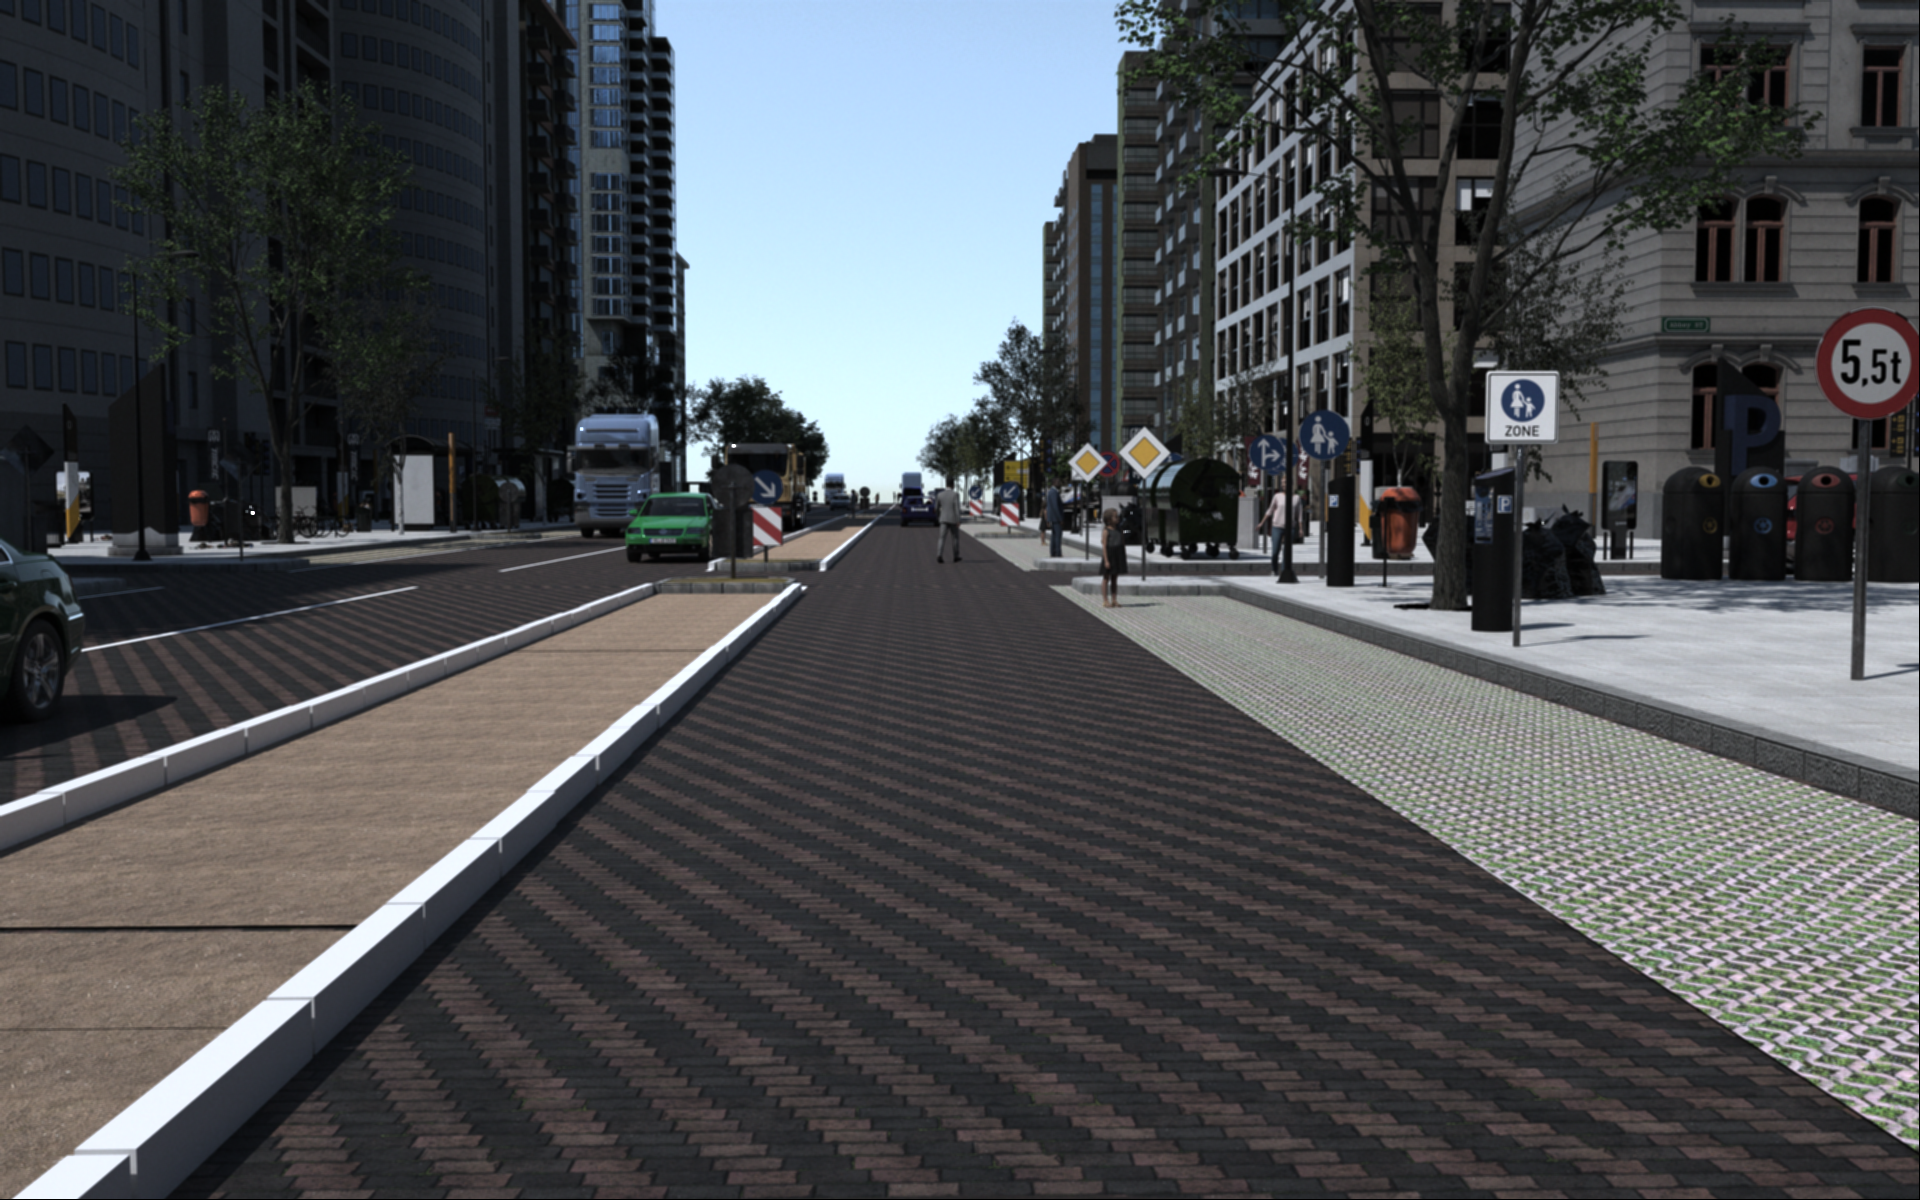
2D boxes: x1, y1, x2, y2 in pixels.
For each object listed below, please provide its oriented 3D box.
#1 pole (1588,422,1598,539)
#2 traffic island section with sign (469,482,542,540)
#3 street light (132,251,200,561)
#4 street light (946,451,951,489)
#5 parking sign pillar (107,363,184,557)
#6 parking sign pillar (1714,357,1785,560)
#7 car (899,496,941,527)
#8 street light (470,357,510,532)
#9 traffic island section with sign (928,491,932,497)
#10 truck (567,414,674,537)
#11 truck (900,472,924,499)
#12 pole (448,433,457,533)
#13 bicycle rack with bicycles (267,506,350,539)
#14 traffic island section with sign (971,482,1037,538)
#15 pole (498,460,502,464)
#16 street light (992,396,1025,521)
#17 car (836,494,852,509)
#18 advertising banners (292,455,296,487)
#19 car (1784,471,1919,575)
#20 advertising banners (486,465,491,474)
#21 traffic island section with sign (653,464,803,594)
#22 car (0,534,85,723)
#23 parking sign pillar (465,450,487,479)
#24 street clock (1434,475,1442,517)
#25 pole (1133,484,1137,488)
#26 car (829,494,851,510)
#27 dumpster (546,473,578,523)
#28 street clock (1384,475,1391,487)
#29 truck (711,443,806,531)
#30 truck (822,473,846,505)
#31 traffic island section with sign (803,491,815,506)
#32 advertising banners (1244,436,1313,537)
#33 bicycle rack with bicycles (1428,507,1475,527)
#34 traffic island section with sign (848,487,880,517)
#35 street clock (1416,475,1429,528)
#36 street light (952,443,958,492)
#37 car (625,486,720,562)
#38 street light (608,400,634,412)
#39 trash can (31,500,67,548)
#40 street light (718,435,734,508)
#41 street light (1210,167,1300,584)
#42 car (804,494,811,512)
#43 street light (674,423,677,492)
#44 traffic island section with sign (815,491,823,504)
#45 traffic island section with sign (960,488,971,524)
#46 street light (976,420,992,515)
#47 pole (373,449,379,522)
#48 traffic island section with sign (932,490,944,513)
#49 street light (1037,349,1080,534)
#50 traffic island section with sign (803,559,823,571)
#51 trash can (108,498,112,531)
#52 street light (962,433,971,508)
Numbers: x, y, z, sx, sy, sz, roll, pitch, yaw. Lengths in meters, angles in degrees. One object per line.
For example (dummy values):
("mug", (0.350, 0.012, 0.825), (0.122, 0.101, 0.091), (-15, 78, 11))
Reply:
("pole", (18.055, -3.396, 49.370), (0.158, 3.312, 0.155), (0, 3, 0))
("traffic island section with sign", (-14.437, -2.847, 55.181), (1.989, 1.847, 2.006), (0, 4, -2))
("street light", (-15.209, -3.709, 33.189), (1.470, 5.913, 1.316), (0, 4, -2))
("street light", (-0.798, -12.984, 184.827), (1.470, 5.913, 1.316), (0, 4, -2))
("parking sign pillar", (-17.014, -2.912, 36.078), (1.447, 3.967, 1.447), (1, 4, 14))
("parking sign pillar", (15.603, -2.798, 34.223), (1.447, 3.967, 1.447), (-1, 4, -15))
("car", (-1.743, -3.937, 76.958), (1.945, 1.354, 3.894), (0, 4, 0))
("street light", (-15.987, -5.288, 58.992), (1.470, 5.913, 1.316), (0, 4, -2))
("traffic island section with sign", (-1.746, -9.290, 160.526), (1.989, 1.847, 2.006), (0, 4, -2))
("truck", (-11.688, -4.553, 64.195), (2.967, 4.110, 18.799), (0, 4, -3))
("truck", (-5.783, -13.391, 208.698), (2.967, 4.110, 18.799), (0, 4, -2))
("pole", (-16.912, -3.908, 57.731), (0.158, 3.312, 0.155), (0, 3, 0))
("bicycle rack with bicycles", (-19.492, -2.316, 51.251), (2.925, 0.926, 2.852), (-3, 5, -42))
("traffic island section with sign", (1.464, -2.926, 56.464), (1.989, 1.847, 2.006), (0, 4, -2))
("pole", (-25.737, -6.309, 97.002), (0.158, 3.312, 0.155), (0, 3, 0))
("street light", (2.386, -6.705, 82.163), (1.470, 5.913, 1.316), (0, 4, -2))
("car", (-11.226, -9.702, 168.851), (2.015, 1.641, 3.980), (0, 4, -2))
("advertising banners", (-30.111, -4.994, 77.836), (0.090, 3.025, 2.074), (-2, 4, -34))
("car", (16.227, -1.294, 29.834), (5.304, 1.827, 2.281), (0, 4, -1))
("advertising banners", (-28.779, -6.507, 102.578), (2.074, 3.025, 0.090), (-2, 4, -33))
("traffic island section with sign", (-3.432, -1.071, 25.653), (2.006, 1.907, 1.989), (0, 4, -2))
("car", (-6.607, 0.140, 9.508), (2.131, 1.459, 4.920), (0, 4, -3))
("parking sign pillar", (-25.988, -6.403, 93.169), (1.447, 3.967, 1.447), (2, 4, 30))
("street clock", (18.258, -3.766, 66.136), (0.358, 2.002, 0.471), (1, 4, 14))
("pole", (8.869, -5.748, 87.821), (0.158, 3.312, 0.155), (0, 3, 0))
("car", (-10.682, -8.748, 155.025), (2.014, 1.417, 4.499), (0, 4, -1))
("dumpster", (-17.940, -4.641, 78.373), (1.502, 2.255, 1.985), (0, 4, -2))
("street clock", (16.291, -3.763, 66.090), (0.358, 2.002, 0.471), (1, 4, 10))
("truck", (-7.676, -4.442, 68.554), (3.469, 3.379, 9.791), (0, 4, -1))
("truck", (-16.284, -14.742, 230.784), (2.967, 4.110, 18.799), (0, 4, -1))
("traffic island section with sign", (-19.353, -12.612, 214.840), (1.989, 1.847, 2.006), (0, 4, -2))
("advertising banners", (9.548, -3.415, 52.019), (2.074, 3.025, 0.090), (1, 4, 19))
("bicycle rack with bicycles", (14.432, -2.137, 48.322), (2.852, 0.926, 2.925), (0, 4, 6))
("traffic island section with sign", (-5.970, -6.118, 108.160), (2.006, 1.907, 1.989), (0, 4, -2))
("street clock", (17.631, -3.759, 66.031), (0.358, 2.002, 0.471), (-2, 4, -32))
("street light", (0.143, -11.363, 158.330), (1.470, 5.913, 1.316), (0, 4, -2))
("car", (-6.146, -1.779, 37.881), (1.959, 1.807, 4.718), (0, 4, -1))
("street light", (-16.797, -6.921, 85.697), (1.470, 5.913, 1.316), (0, 4, -2))
("trash can", (-21.638, -1.805, 41.172), (0.748, 1.137, 0.748), (0, 3, 0))
("street light", (-18.334, -9.959, 135.374), (1.470, 5.913, 1.316), (0, 4, -2))
("street light", (4.194, -3.197, 24.810), (1.470, 5.913, 1.316), (0, 4, -2))
("car", (-12.946, -7.872, 138.490), (2.009, 1.686, 4.222), (0, 4, 0))
("street light", (-17.465, -8.374, 109.463), (1.470, 5.913, 1.316), (0, 4, -2))
("traffic island section with sign", (-20.186, -14.274, 242.011), (1.989, 1.847, 2.006), (0, 4, -2))
("traffic island section with sign", (0.612, -4.574, 83.406), (1.989, 1.847, 2.006), (0, 4, -2))
("street light", (1.585, -8.283, 107.966), (1.470, 5.913, 1.316), (0, 4, -2))
("pole", (-26.683, -5.217, 79.145), (0.158, 3.312, 0.155), (0, 3, 0))
("traffic island section with sign", (-0.917, -7.643, 133.583), (1.989, 1.847, 2.006), (0, 4, -2))
("street light", (3.183, -5.091, 55.777), (1.470, 5.913, 1.316), (0, 4, -2))
("traffic island section with sign", (-3.650, -1.524, 33.057), (2.006, 1.907, 1.989), (0, 4, -2))
("trash can", (-28.016, -2.825, 57.837), (0.748, 1.137, 0.748), (0, 3, 0))
("street light", (0.929, -9.785, 132.527), (1.470, 5.913, 1.316), (0, 4, -2))
